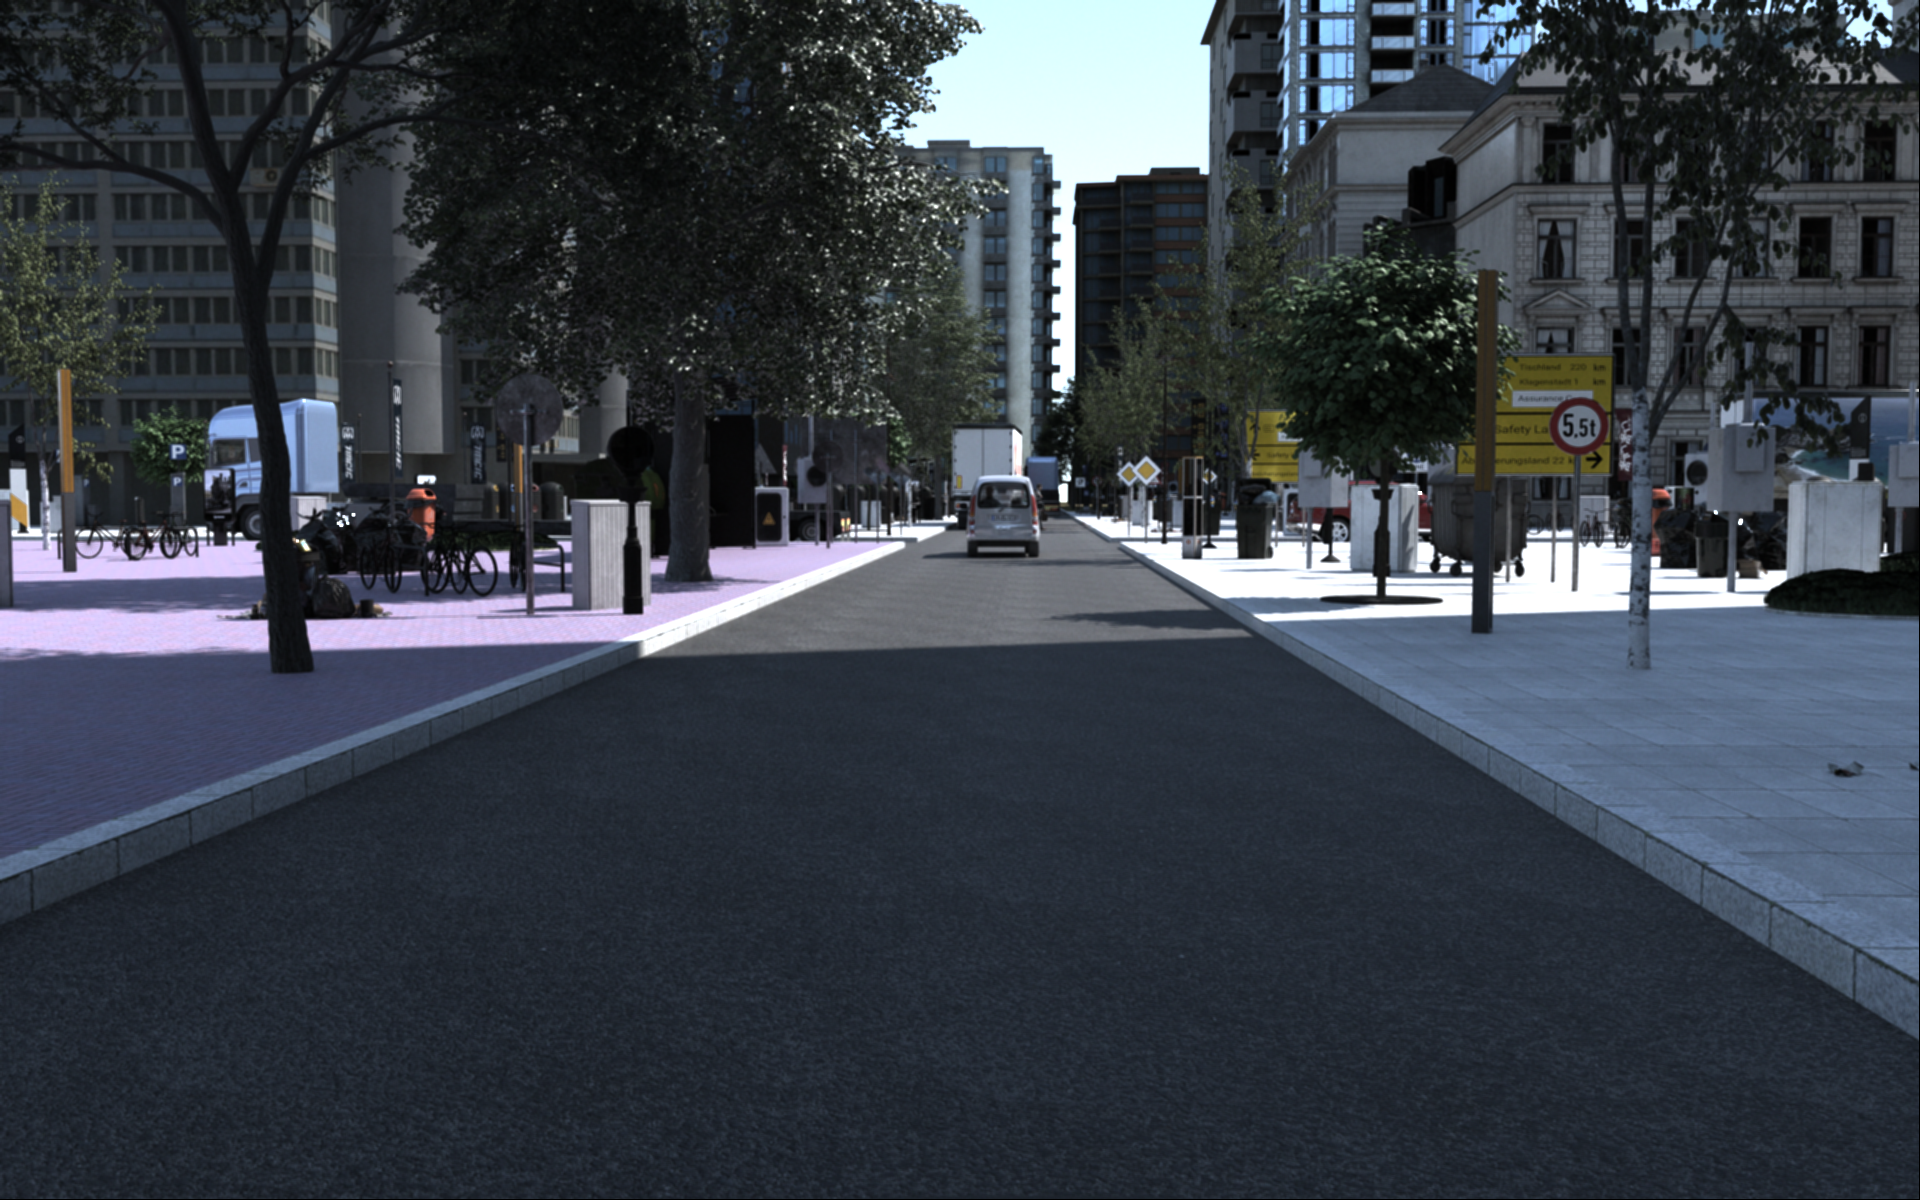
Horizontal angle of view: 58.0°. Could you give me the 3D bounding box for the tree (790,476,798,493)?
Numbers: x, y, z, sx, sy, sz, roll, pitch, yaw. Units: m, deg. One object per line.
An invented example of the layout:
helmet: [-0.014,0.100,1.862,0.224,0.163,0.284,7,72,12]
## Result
tree: [-10.869,-7.554,118.115,1.663,3.219,1.824,0,3,0]

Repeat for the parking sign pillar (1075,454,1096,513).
parking sign pillar: [8.419,-7.761,115.368,1.447,3.967,1.447,0,4,4]

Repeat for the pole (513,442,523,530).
pole: [-10.524,-2.900,41.255,0.158,3.312,0.155,0,3,0]

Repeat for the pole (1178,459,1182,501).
pole: [12.776,-6.521,100.454,0.158,3.312,0.155,0,3,0]

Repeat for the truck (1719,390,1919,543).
truck: [27.022,-3.590,47.608,11.283,4.237,2.839,0,4,4]

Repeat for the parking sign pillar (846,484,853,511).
parking sign pillar: [-6.935,-7.595,112.656,1.447,3.967,1.447,-2,4,-27]

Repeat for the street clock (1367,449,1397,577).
street clock: [6.544,-1.361,26.829,0.358,2.002,0.471,-2,4,-32]

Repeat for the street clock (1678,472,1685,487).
street clock: [24.108,-3.242,57.583,0.471,2.002,0.358,2,4,27]

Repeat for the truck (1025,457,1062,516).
truck: [5.599,-7.903,118.979,2.967,4.110,18.799,0,4,3]

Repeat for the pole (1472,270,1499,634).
pole: [4.828,-1.350,15.917,0.158,3.312,0.155,0,3,0]

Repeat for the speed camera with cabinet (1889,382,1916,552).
speed camera with cabinet: [17.505,-2.211,30.481,2.038,3.252,0.660,2,4,29]

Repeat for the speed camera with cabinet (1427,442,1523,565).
speed camera with cabinet: [9.533,-2.307,32.062,0.660,3.252,2.038,-2,4,-24]

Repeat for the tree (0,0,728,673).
tree: [-5.096,-4.771,12.416,7.601,10.594,8.767,3,4,36]

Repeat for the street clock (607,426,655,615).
street clock: [-3.499,-0.850,18.475,0.471,2.002,0.358,-1,4,-20]

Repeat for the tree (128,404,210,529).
tree: [-28.551,-4.842,62.884,4.285,4.588,4.351,0,3,0]

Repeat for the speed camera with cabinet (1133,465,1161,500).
speed camera with cabinet: [12.581,-7.471,116.483,2.038,3.252,0.660,1,4,23]

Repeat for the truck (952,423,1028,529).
truck: [1.328,-5.217,74.219,2.839,4.237,11.283,0,4,4]

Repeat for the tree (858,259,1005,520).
tree: [-1.456,-10.166,84.339,7.486,12.596,7.792,0,3,0]

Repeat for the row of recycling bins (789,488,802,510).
row of recycling bins: [-11.167,-6.970,121.075,3.534,1.692,1.069,0,4,8]

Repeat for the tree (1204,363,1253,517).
tree: [15.280,-8.966,96.950,4.360,8.622,3.978,0,3,0]

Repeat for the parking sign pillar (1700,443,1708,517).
parking sign pillar: [27.483,-4.553,62.910,1.447,3.967,1.447,-2,4,-32]

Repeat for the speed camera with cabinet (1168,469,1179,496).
speed camera with cabinet: [14.392,-7.770,121.370,2.038,3.252,0.660,2,4,28]

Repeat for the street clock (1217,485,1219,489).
street clock: [18.022,-7.156,121.575,0.358,2.002,0.471,0,4,-2]

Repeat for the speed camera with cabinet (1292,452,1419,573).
speed camera with cabinet: [6.674,-2.122,29.037,0.660,3.252,2.038,-3,5,-43]

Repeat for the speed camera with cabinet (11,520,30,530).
speed camera with cabinet: [-34.043,-4.083,61.087,2.038,3.252,0.660,-1,4,-22]

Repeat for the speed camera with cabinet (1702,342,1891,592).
speed camera with cabinet: [10.963,-1.739,22.766,2.038,3.252,0.660,0,4,3]

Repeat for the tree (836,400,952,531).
tree: [-3.203,-4.675,60.153,4.285,4.588,4.351,0,3,0]

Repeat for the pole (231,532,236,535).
pole: [-22.883,-3.707,54.456,0.158,3.312,0.155,0,3,0]

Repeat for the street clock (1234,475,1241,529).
street clock: [10.336,-3.649,64.233,0.358,2.002,0.471,0,4,3]

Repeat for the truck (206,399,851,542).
truck: [-12.594,-3.652,49.462,18.799,4.110,2.967,0,4,3]

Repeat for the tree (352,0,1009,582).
tree: [-3.958,-7.253,25.239,9.857,13.997,8.962,0,3,0]

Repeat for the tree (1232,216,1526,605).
tree: [4.968,-2.257,20.621,4.285,4.588,4.351,0,3,0]

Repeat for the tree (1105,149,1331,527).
tree: [6.099,-5.325,37.427,4.737,8.622,4.395,0,3,0]

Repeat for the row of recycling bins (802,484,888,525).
row of recycling bins: [-4.758,-4.043,73.213,3.534,1.692,1.069,0,4,2]

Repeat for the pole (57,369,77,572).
pole: [-14.653,-2.114,28.414,0.158,3.312,0.155,0,3,0]

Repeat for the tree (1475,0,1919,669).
tree: [5.111,-3.787,12.287,4.360,8.622,3.978,0,3,0]

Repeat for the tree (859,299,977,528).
tree: [-1.687,-7.068,65.927,4.360,8.622,3.978,0,3,0]

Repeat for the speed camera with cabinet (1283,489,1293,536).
speed camera with cabinet: [10.947,-3.585,52.947,2.038,3.252,0.660,1,4,20]

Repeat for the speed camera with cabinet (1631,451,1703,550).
speed camera with cabinet: [15.729,-2.665,37.903,0.660,3.252,2.038,-2,4,-28]

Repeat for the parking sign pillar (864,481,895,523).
parking sign pillar: [-3.591,-5.346,75.873,1.447,3.967,1.447,1,4,14]

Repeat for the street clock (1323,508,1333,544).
street clock: [9.443,-2.435,44.380,0.471,2.002,0.358,2,4,31]

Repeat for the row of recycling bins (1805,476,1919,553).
row of recycling bins: [20.206,-1.880,37.846,3.534,1.692,1.069,3,5,43]

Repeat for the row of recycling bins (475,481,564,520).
row of recycling bins: [-14.709,-3.086,57.573,1.069,1.692,3.534,3,4,37]

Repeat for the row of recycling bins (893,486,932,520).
row of recycling bins: [-3.075,-4.943,87.923,3.534,1.692,1.069,1,4,19]

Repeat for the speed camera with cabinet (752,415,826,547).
speed camera with cabinet: [-4.255,-2.955,42.657,2.038,3.252,0.660,-2,4,-24]

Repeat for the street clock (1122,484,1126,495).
street clock: [10.516,-6.417,109.481,0.471,2.002,0.358,-1,4,-20]

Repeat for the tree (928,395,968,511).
tree: [-0.266,-10.828,127.403,4.737,8.622,4.395,0,3,0]
